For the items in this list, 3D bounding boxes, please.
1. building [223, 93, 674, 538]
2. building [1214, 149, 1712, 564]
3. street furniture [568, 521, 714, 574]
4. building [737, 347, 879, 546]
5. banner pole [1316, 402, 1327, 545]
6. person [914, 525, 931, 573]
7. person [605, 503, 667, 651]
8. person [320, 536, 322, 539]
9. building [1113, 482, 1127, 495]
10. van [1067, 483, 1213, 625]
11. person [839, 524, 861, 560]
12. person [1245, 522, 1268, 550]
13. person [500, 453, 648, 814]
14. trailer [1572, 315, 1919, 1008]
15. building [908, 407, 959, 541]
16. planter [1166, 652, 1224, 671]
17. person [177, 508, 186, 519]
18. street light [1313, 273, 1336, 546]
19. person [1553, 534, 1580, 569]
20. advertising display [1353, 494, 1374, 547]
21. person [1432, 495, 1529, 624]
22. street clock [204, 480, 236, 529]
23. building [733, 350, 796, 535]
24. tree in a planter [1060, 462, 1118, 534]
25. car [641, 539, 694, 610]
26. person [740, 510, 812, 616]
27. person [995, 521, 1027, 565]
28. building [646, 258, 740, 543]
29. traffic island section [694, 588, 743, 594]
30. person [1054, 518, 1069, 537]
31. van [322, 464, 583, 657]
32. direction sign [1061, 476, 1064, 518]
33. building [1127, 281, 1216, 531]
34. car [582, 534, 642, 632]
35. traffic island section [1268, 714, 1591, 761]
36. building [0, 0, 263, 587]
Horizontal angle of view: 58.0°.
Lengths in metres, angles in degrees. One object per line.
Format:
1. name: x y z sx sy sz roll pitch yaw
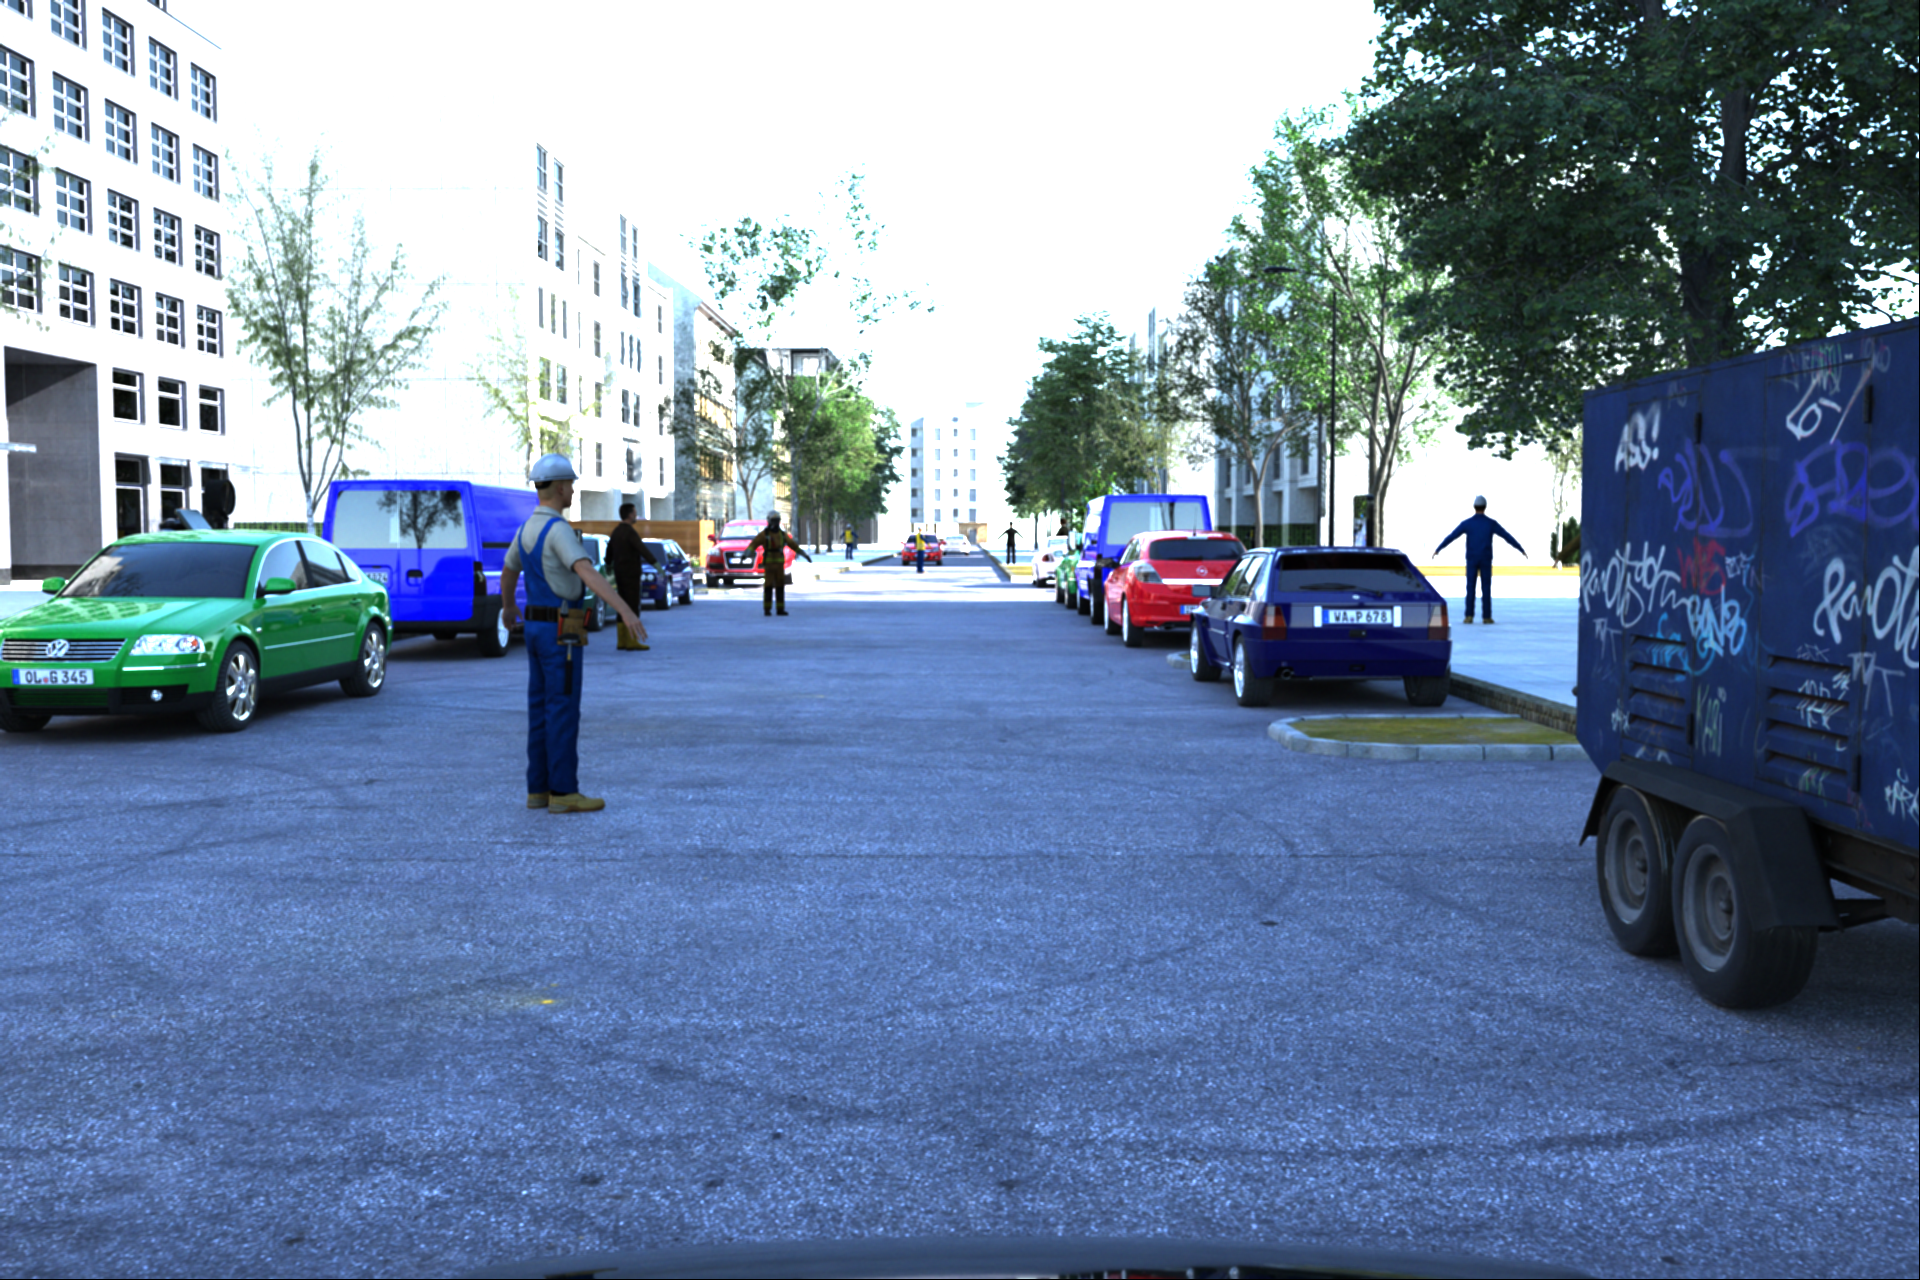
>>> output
1. building: -25.482 -13.407 85.667 16.747 18.905 31.486 0 4 1
2. building: 23.643 -13.564 88.225 16.747 18.905 31.486 0 4 0
3. street furniture: -12.461 -3.186 58.943 9.812 1.723 11.010 0 4 5
4. building: -24.584 -22.136 205.893 27.936 21.610 32.646 0 4 1
5. banner pole: 6.821 -2.610 32.689 0.401 3.779 0.863 0 4 0
6. person: -1.364 -3.312 63.079 0.721 1.772 1.216 -2 4 -28
7. person: -4.072 -0.783 21.400 0.704 1.812 1.346 -3 5 -41
8. person: -19.245 -2.848 52.837 0.705 1.796 1.348 1 4 10
9. building: 21.223 -17.169 222.856 9.099 9.664 28.070 0 4 0
10. van: 3.011 -1.506 29.015 2.240 2.365 5.245 0 4 0
11. person: -5.539 -4.929 87.046 1.216 1.772 0.721 1 4 23
12. person: 14.311 -4.785 84.009 0.705 1.856 1.354 -3 5 -43
13. person: -2.085 -0.042 9.008 0.705 1.847 1.347 -3 5 -43
14. trailer: 2.975 0.048 6.262 1.471 1.999 3.904 0 4 0
15. building: -7.100 -23.906 249.743 11.380 20.090 16.016 0 4 7
16. planter: 3.296 0.131 18.996 1.991 0.319 1.994 0 4 1
17. person: -14.109 -1.514 31.355 0.434 1.755 0.990 3 4 38
18. street light: 7.032 -3.524 30.151 1.470 5.913 1.316 0 4 0
19. person: 6.757 -0.679 17.881 1.217 1.736 0.721 1 4 23
20. advertising display: 6.653 -1.431 28.606 0.123 1.923 0.974 0 3 0
21. person: 7.468 -1.164 24.905 1.347 1.842 0.705 1 4 21
22. street clock: -9.845 -1.132 23.085 0.358 2.002 0.471 0 4 0
23. building: -27.424 -21.336 179.765 19.493 23.208 18.063 0 4 1
24. tree in a planter: 3.401 -2.807 43.117 1.991 3.239 1.994 0 4 0
25. car: -6.337 -1.310 33.992 1.945 1.354 3.894 0 4 1
26. person: -3.260 -1.361 30.473 1.354 1.858 0.705 -2 4 -29
27. person: 2.141 -4.084 72.715 1.347 1.837 0.705 0 4 -6
28. building: -26.184 -17.712 120.523 19.493 23.208 18.063 0 3 0
29. traffic island section: -6.339 -1.181 42.177 1.991 0.108 1.994 0 3 0
30. person: 3.326 -3.084 56.611 0.705 1.806 1.347 3 4 37
31. van: -6.230 -1.066 21.815 2.240 2.365 5.245 0 4 1
32. direction sign: 4.018 -4.642 67.897 0.379 3.537 0.876 0 4 -1
33. building: 22.258 -16.094 129.586 16.747 18.905 31.486 0 4 1
34. car: -6.182 -0.928 26.970 2.131 1.459 4.920 0 4 0
35. traffic island section: 3.186 0.668 11.949 1.991 0.108 1.994 0 4 -1
36. building: -28.329 -13.822 44.406 11.959 24.771 22.079 0 4 0
